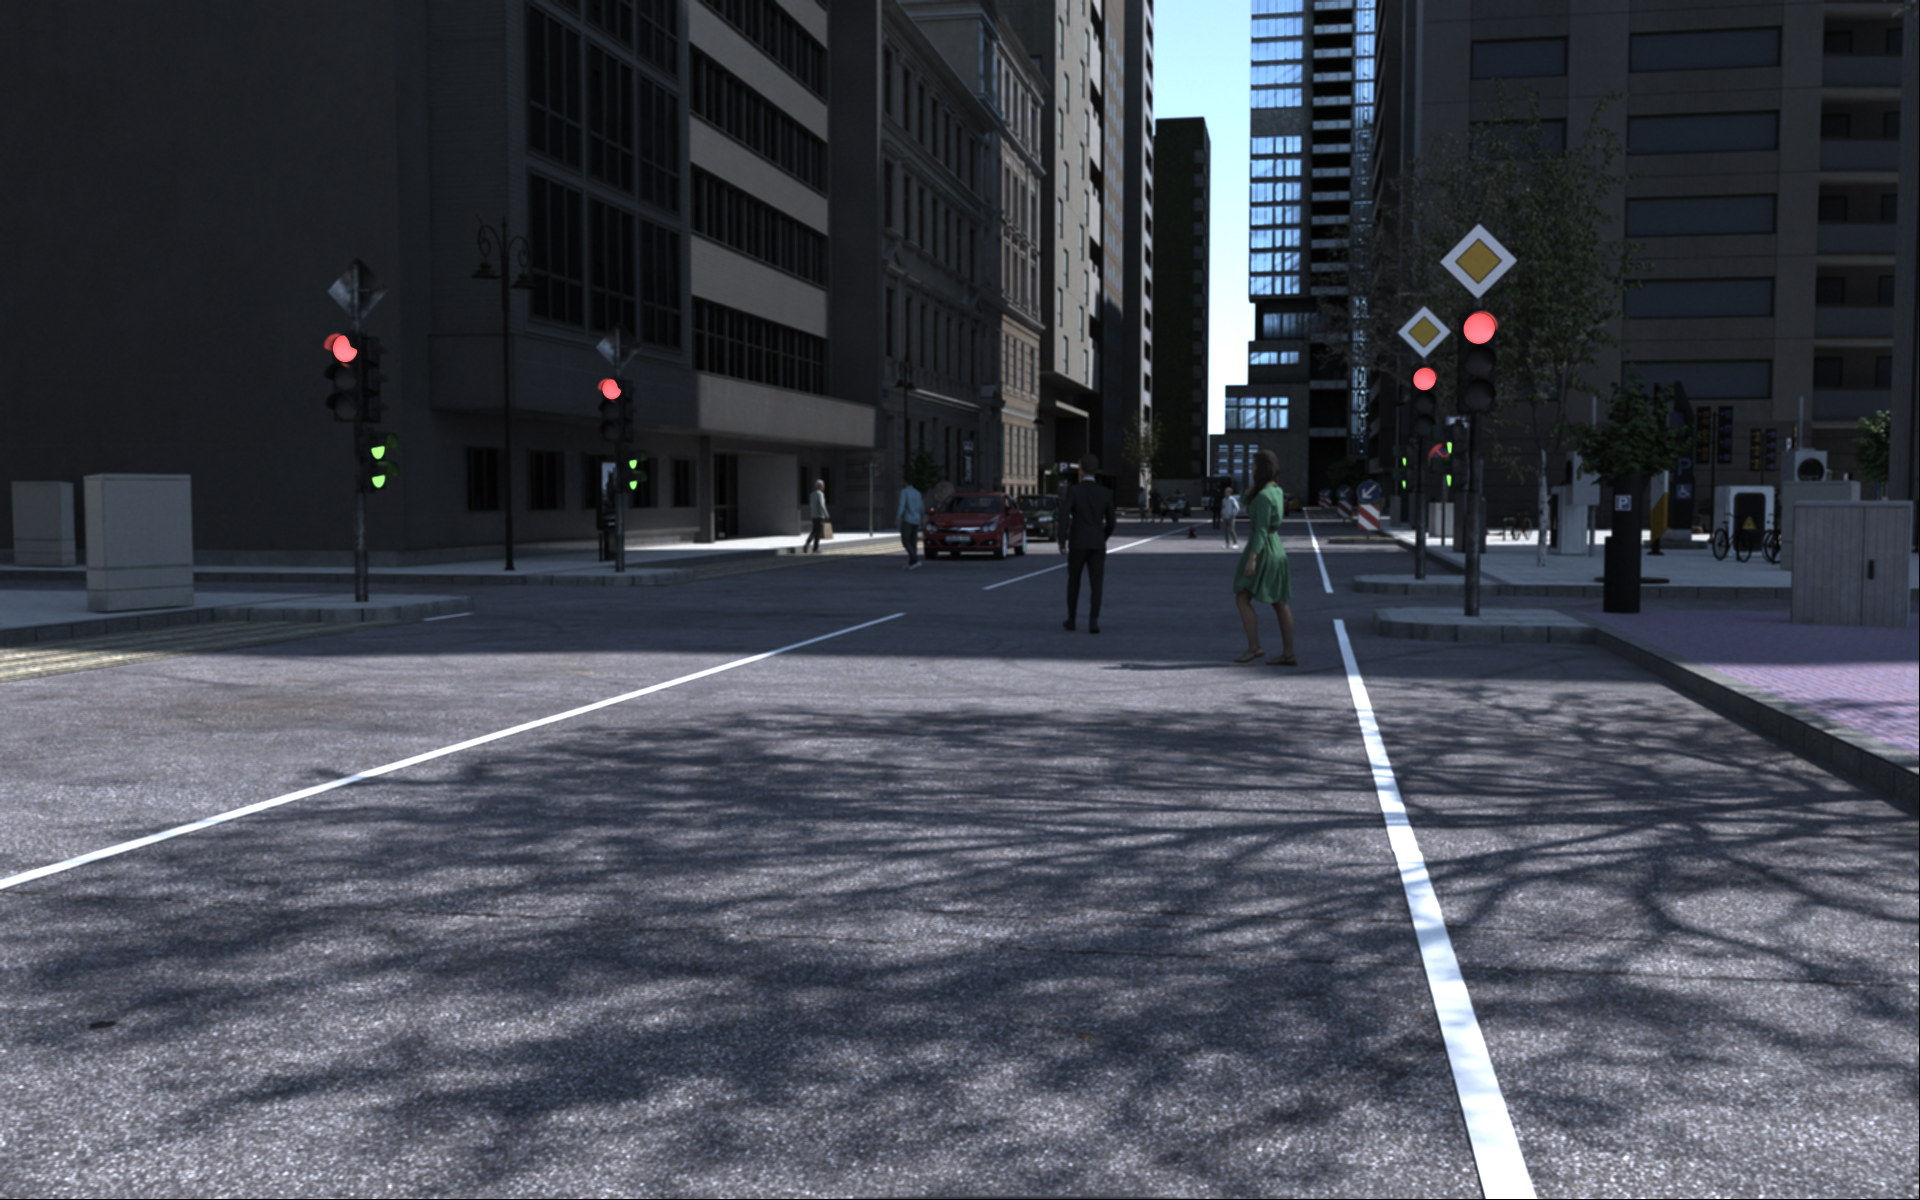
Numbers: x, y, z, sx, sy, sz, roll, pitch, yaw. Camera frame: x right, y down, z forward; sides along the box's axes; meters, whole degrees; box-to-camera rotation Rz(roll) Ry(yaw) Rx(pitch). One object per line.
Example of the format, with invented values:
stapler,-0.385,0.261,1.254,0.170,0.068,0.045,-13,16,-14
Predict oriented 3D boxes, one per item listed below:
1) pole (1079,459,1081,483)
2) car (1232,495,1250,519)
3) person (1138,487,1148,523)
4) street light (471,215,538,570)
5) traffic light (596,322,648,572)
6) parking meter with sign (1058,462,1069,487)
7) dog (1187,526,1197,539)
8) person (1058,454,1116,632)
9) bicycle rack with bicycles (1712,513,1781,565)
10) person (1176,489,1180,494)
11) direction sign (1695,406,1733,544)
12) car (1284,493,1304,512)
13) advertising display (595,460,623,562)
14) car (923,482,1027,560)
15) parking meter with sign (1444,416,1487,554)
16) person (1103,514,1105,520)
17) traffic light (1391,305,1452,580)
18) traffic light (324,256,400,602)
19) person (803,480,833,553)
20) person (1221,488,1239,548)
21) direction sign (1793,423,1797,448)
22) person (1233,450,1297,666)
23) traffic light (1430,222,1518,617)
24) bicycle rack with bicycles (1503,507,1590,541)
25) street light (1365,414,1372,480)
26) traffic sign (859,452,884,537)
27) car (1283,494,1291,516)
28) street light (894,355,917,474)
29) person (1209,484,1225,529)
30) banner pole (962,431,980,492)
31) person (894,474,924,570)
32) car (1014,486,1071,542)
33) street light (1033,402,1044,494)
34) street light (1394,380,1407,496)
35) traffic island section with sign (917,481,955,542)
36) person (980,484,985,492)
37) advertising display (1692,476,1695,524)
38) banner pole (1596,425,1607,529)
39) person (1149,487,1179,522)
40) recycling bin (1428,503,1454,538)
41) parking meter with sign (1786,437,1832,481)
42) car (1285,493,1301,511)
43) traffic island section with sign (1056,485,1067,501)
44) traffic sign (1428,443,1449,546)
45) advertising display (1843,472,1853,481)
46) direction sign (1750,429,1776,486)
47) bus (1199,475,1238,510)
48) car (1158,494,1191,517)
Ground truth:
pole,7.025,-6.583,101.477,0.158,3.312,0.155,0,3,0
car,14.719,-4.762,90.228,2.083,1.381,4.827,1,4,11
person,9.156,-4.767,86.704,0.793,1.790,0.793,-3,5,-41
street light,-7.588,-3.438,29.005,0.468,5.910,1.993,1,4,11
traffic light,-5.575,-2.412,28.362,0.839,4.253,0.868,1,4,11
parking meter with sign,5.551,-5.998,94.335,0.543,3.016,1.738,1,4,10
dog,7.468,-2.201,56.173,0.550,0.427,0.748,3,4,37
person,1.288,-0.597,18.032,0.659,1.850,0.755,0,4,-8
bicycle rack with bicycles,15.615,-1.150,32.177,2.852,0.926,2.925,0,4,6
person,18.235,-8.356,145.051,1.348,1.831,0.705,3,4,38
direction sign,19.481,-3.230,44.804,0.876,3.537,0.379,2,4,35
car,26.478,-7.842,138.433,2.015,1.641,3.980,1,4,10
advertising display,-6.710,-1.711,33.190,0.123,1.923,0.974,1,4,13
car,0.372,-1.842,39.165,2.155,1.783,4.494,1,4,11
parking meter with sign,11.147,-2.555,38.041,0.543,3.016,1.738,0,4,-2
person,7.725,-5.267,94.428,0.447,1.846,0.655,0,4,5
traffic light,6.902,-2.264,25.936,0.839,4.253,0.868,1,4,11
traffic light,-7.114,-1.933,20.526,0.839,4.253,0.868,1,4,11
person,-3.403,-1.992,41.561,0.515,1.767,0.782,-2,4,-35
person,7.117,-2.176,45.883,0.330,1.601,0.589,-2,4,-32
direction sign,26.821,-3.889,55.575,0.379,3.537,0.876,3,4,39
person,2.549,-0.347,14.424,0.529,1.795,0.600,1,4,14
traffic light,5.363,-1.785,18.101,0.839,4.253,0.868,1,4,11
bicycle rack with bicycles,16.274,-2.114,47.940,2.852,0.926,2.925,2,4,27
street light,23.144,-7.672,98.230,0.468,5.910,1.993,1,4,11
traffic sign,-2.673,-3.177,52.048,0.768,2.556,0.104,1,4,13
car,20.754,-6.432,114.210,2.155,1.783,4.494,1,4,10
street light,-1.812,-5.200,57.806,0.468,5.910,1.993,1,4,11
person,10.472,-3.809,70.554,0.659,1.850,0.755,1,4,11
banner pole,0.489,-4.818,68.796,0.863,3.779,0.401,0,4,-3
person,-0.926,-1.499,33.020,0.620,1.820,0.660,2,4,35
car,2.322,-2.633,52.835,2.009,1.686,4.222,1,4,12
street light,3.943,-6.986,87.016,0.468,5.910,1.993,1,4,11
street light,17.506,-5.887,69.042,0.468,5.910,1.993,1,4,11
traffic island section with sign,-0.531,-2.688,52.582,1.989,1.847,2.006,1,4,11
person,0.759,-2.982,57.590,0.374,1.781,0.599,2,4,33
advertising display,26.332,-3.519,62.747,0.123,1.923,0.974,0,4,-3
banner pole,23.271,-4.470,63.102,0.863,3.779,0.401,-2,4,-33
person,10.308,-4.856,88.110,1.509,1.804,0.699,2,4,32
recycling bin,14.259,-2.353,51.020,0.722,1.027,0.722,0,4,-2
parking meter with sign,26.141,-3.456,52.774,1.738,3.016,0.543,0,4,8
car,27.329,-8.269,144.244,2.155,1.783,4.494,1,4,10
traffic island section with sign,4.694,-4.319,79.237,1.989,1.847,2.006,1,4,11
traffic sign,11.957,-2.611,42.801,0.768,2.556,0.104,1,4,15
advertising display,25.821,-2.765,50.419,0.123,1.923,0.974,1,4,20
direction sign,27.730,-4.151,59.874,0.876,3.537,0.379,0,4,-1
bus,23.708,-9.975,157.958,2.948,3.499,13.247,1,4,12
car,13.838,-6.103,111.581,2.131,1.459,4.920,1,4,12
